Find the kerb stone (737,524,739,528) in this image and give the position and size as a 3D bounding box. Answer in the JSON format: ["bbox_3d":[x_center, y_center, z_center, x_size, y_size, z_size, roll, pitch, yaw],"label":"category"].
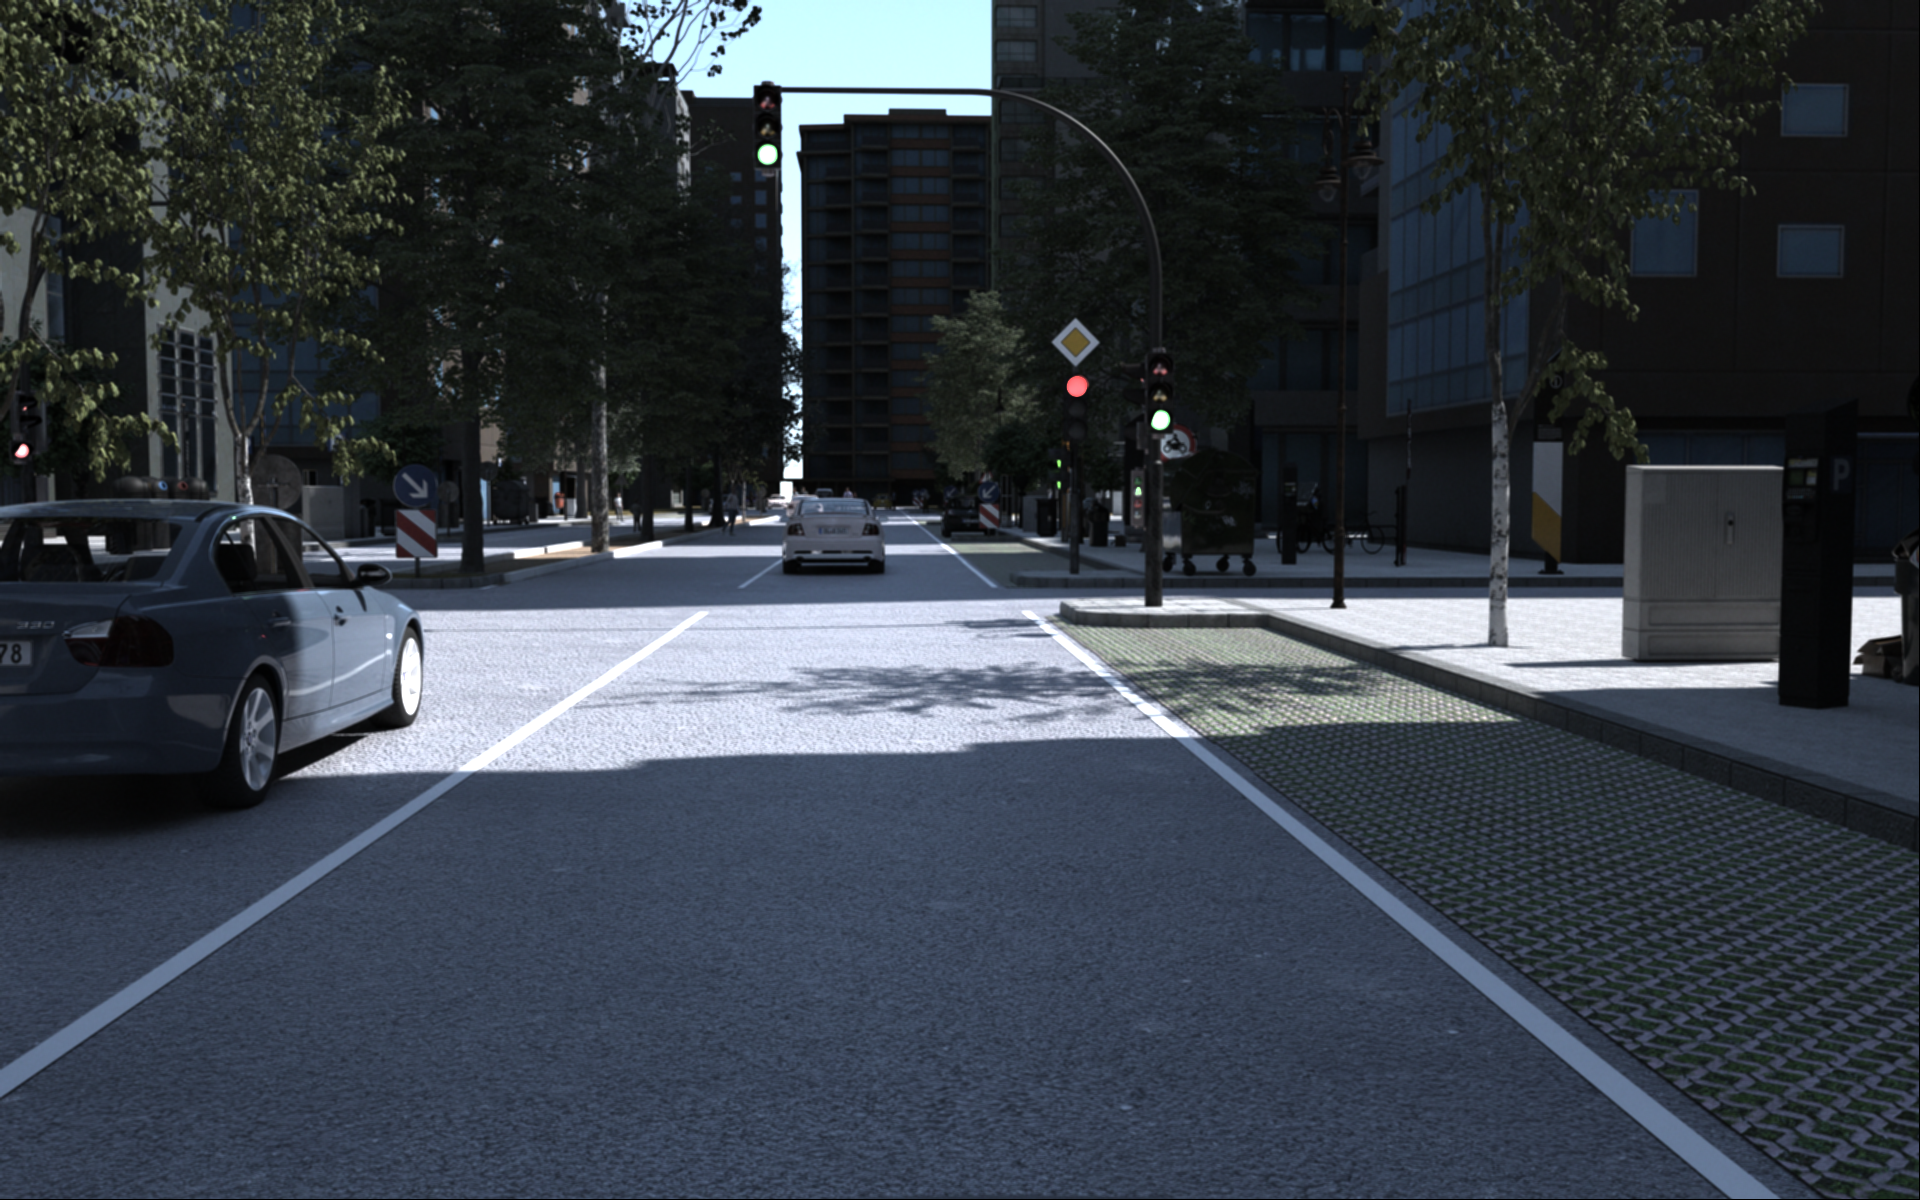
[{"bbox_3d":[-9.307,-3.010,71.404,0.120,0.150,1.000,0,4,-3],"label":"kerb stone"}]

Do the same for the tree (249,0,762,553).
[{"bbox_3d":[-10.013,-11.254,42.357,12.611,20.169,13.585,0,3,0],"label":"tree"}]

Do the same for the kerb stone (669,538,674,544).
[{"bbox_3d":[-8.271,-1.631,48.876,0.120,0.150,1.000,0,4,-3],"label":"kerb stone"}]

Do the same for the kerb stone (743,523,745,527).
[{"bbox_3d":[-9.452,-3.198,74.475,0.120,0.150,1.000,0,4,-3],"label":"kerb stone"}]

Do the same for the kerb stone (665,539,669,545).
[{"bbox_3d":[-8.226,-1.561,47.855,0.120,0.150,1.000,0,4,-3],"label":"kerb stone"}]

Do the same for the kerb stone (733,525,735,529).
[{"bbox_3d":[-9.220,-2.884,69.356,0.120,0.150,1.000,0,4,-3],"label":"kerb stone"}]

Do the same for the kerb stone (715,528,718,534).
[{"bbox_3d":[-8.881,-2.446,62.193,0.120,0.150,1.000,0,4,-3],"label":"kerb stone"}]

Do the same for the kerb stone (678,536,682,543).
[{"bbox_3d":[-8.369,-1.754,50.924,0.120,0.150,1.000,0,4,-3],"label":"kerb stone"}]

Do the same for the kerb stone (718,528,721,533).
[{"bbox_3d":[-8.934,-2.508,63.216,0.120,0.150,1.000,0,4,-3],"label":"kerb stone"}]

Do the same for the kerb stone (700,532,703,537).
[{"bbox_3d":[-8.648,-2.130,57.071,0.120,0.150,1.000,0,4,-3],"label":"kerb stone"}]

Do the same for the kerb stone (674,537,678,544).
[{"bbox_3d":[-8.320,-1.695,49.903,0.120,0.150,1.000,0,4,-3],"label":"kerb stone"}]

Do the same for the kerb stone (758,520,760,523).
[{"bbox_3d":[-9.883,-3.761,83.681,0.120,0.150,1.000,0,4,-3],"label":"kerb stone"}]

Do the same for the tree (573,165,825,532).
[{"bbox_3d":[-10.094,-9.259,64.204,12.009,13.543,11.850,0,3,0],"label":"tree"}]

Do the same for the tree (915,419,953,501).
[{"bbox_3d":[-1.554,-12.170,149.348,4.360,8.622,3.978,0,3,0],"label":"tree"}]

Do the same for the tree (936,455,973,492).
[{"bbox_3d":[2.177,-5.231,69.236,4.285,4.588,4.351,0,3,0],"label":"tree"}]

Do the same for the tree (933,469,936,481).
[{"bbox_3d":[-0.499,-9.215,134.370,4.285,4.588,4.351,0,3,0],"label":"tree"}]

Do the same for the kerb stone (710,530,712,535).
[{"bbox_3d":[-8.794,-2.321,60.140,0.120,0.150,1.000,0,4,-3],"label":"kerb stone"}]

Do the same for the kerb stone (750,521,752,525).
[{"bbox_3d":[-9.644,-3.446,78.562,0.120,0.150,1.000,0,4,-3],"label":"kerb stone"}]

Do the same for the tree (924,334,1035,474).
[{"bbox_3d":[1.264,-11.252,109.731,9.928,11.665,9.643,0,3,0],"label":"tree"}]

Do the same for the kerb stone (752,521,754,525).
[{"bbox_3d":[-9.690,-3.510,79.583,0.120,0.150,1.000,0,4,-3],"label":"kerb stone"}]

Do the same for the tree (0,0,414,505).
[{"bbox_3d":[-7.538,-3.987,18.013,4.737,8.622,4.395,0,3,0],"label":"tree"}]

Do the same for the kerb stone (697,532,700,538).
[{"bbox_3d":[-8.607,-2.070,56.048,0.120,0.150,1.000,0,4,-3],"label":"kerb stone"}]

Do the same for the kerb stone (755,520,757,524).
[{"bbox_3d":[-9.792,-3.634,81.636,0.120,0.150,1.000,0,4,-3],"label":"kerb stone"}]

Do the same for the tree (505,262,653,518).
[{"bbox_3d":[-19.915,-11.285,91.165,9.857,13.997,8.962,0,3,0],"label":"tree"}]

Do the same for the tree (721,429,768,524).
[{"bbox_3d":[-10.844,-7.958,82.928,4.737,8.622,4.395,0,3,0],"label":"tree"}]

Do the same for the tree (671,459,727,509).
[{"bbox_3d":[-23.240,-10.163,149.874,4.285,4.588,4.351,0,3,0],"label":"tree"}]

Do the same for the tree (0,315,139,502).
[{"bbox_3d":[-16.981,-2.935,31.703,4.285,4.588,4.351,0,3,0],"label":"tree"}]

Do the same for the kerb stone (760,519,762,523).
[{"bbox_3d":[-9.924,-3.823,84.702,0.120,0.150,1.000,0,4,-3],"label":"kerb stone"}]

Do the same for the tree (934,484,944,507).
[{"bbox_3d":[-1.941,-11.161,177.077,1.663,3.219,1.824,0,3,0],"label":"tree"}]

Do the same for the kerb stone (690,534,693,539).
[{"bbox_3d":[-8.521,-1.945,53.992,0.120,0.150,1.000,0,4,-3],"label":"kerb stone"}]

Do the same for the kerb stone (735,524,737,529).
[{"bbox_3d":[-9.268,-2.947,70.377,0.120,0.150,1.000,0,4,-3],"label":"kerb stone"}]

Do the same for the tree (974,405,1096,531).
[{"bbox_3d":[3.609,-4.736,61.144,4.285,4.588,4.351,0,3,0],"label":"tree"}]

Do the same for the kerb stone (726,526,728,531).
[{"bbox_3d":[-9.088,-2.697,66.283,0.120,0.150,1.000,0,4,-3],"label":"kerb stone"}]

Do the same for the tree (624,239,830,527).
[{"bbox_3d":[-10.541,-9.520,75.110,9.611,12.733,9.660,0,3,0],"label":"tree"}]

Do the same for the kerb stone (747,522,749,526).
[{"bbox_3d":[-9.539,-3.318,76.518,0.120,0.150,1.000,0,4,-3],"label":"kerb stone"}]

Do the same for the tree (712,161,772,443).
[{"bbox_3d":[-9.643,-8.083,52.746,7.486,12.596,7.792,0,3,0],"label":"tree"}]

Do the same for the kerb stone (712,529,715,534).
[{"bbox_3d":[-8.840,-2.379,61.171,0.120,0.150,1.000,0,4,-3],"label":"kerb stone"}]

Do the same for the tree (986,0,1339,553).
[{"bbox_3d":[4.597,-7.307,37.599,7.486,12.596,7.792,0,3,0],"label":"tree"}]

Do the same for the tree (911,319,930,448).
[{"bbox_3d":[1.139,-10.897,96.292,7.486,12.596,7.792,0,3,0],"label":"tree"}]

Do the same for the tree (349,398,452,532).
[{"bbox_3d":[-19.175,-4.629,59.396,4.285,4.588,4.351,0,3,0],"label":"tree"}]

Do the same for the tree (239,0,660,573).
[{"bbox_3d":[-8.696,-6.722,30.487,7.486,12.596,7.792,0,3,0],"label":"tree"}]

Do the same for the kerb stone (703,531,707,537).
[{"bbox_3d":[-8.693,-2.196,58.094,0.120,0.150,1.000,0,4,-3],"label":"kerb stone"}]

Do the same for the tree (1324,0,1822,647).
[{"bbox_3d":[4.708,-3.903,14.169,4.737,8.622,4.395,0,3,0],"label":"tree"}]

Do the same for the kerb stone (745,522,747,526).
[{"bbox_3d":[-9.503,-3.257,75.496,0.120,0.150,1.000,0,4,-3],"label":"kerb stone"}]

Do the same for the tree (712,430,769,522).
[{"bbox_3d":[-10.959,-8.241,87.568,4.360,8.622,3.978,0,3,0],"label":"tree"}]

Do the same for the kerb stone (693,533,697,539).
[{"bbox_3d":[-8.557,-1.998,55.023,0.120,0.150,1.000,0,4,-3],"label":"kerb stone"}]

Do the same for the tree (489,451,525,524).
[{"bbox_3d":[-19.224,-4.836,73.675,1.663,3.219,1.824,0,3,0],"label":"tree"}]

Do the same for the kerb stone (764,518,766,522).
[{"bbox_3d":[-10.068,-4.011,87.773,0.120,0.150,1.000,0,4,-3],"label":"kerb stone"}]

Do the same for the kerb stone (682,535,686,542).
[{"bbox_3d":[-8.412,-1.815,51.946,0.120,0.150,1.000,0,4,-3],"label":"kerb stone"}]

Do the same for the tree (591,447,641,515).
[{"bbox_3d":[-21.611,-7.624,108.366,4.285,4.588,4.351,0,3,0],"label":"tree"}]

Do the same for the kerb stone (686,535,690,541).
[{"bbox_3d":[-8.461,-1.882,52.968,0.120,0.150,1.000,0,4,-3],"label":"kerb stone"}]

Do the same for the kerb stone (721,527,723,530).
[{"bbox_3d":[-8.984,-2.570,64.242,0.120,0.150,1.000,0,4,-3],"label":"kerb stone"}]

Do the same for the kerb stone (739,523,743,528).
[{"bbox_3d":[-9.411,-3.135,73.451,0.120,0.150,1.000,0,4,-3],"label":"kerb stone"}]

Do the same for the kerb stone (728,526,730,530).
[{"bbox_3d":[-9.129,-2.759,67.309,0.120,0.150,1.000,0,4,-3],"label":"kerb stone"}]

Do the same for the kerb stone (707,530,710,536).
[{"bbox_3d":[-8.734,-2.258,59.119,0.120,0.150,1.000,0,4,-3],"label":"kerb stone"}]
